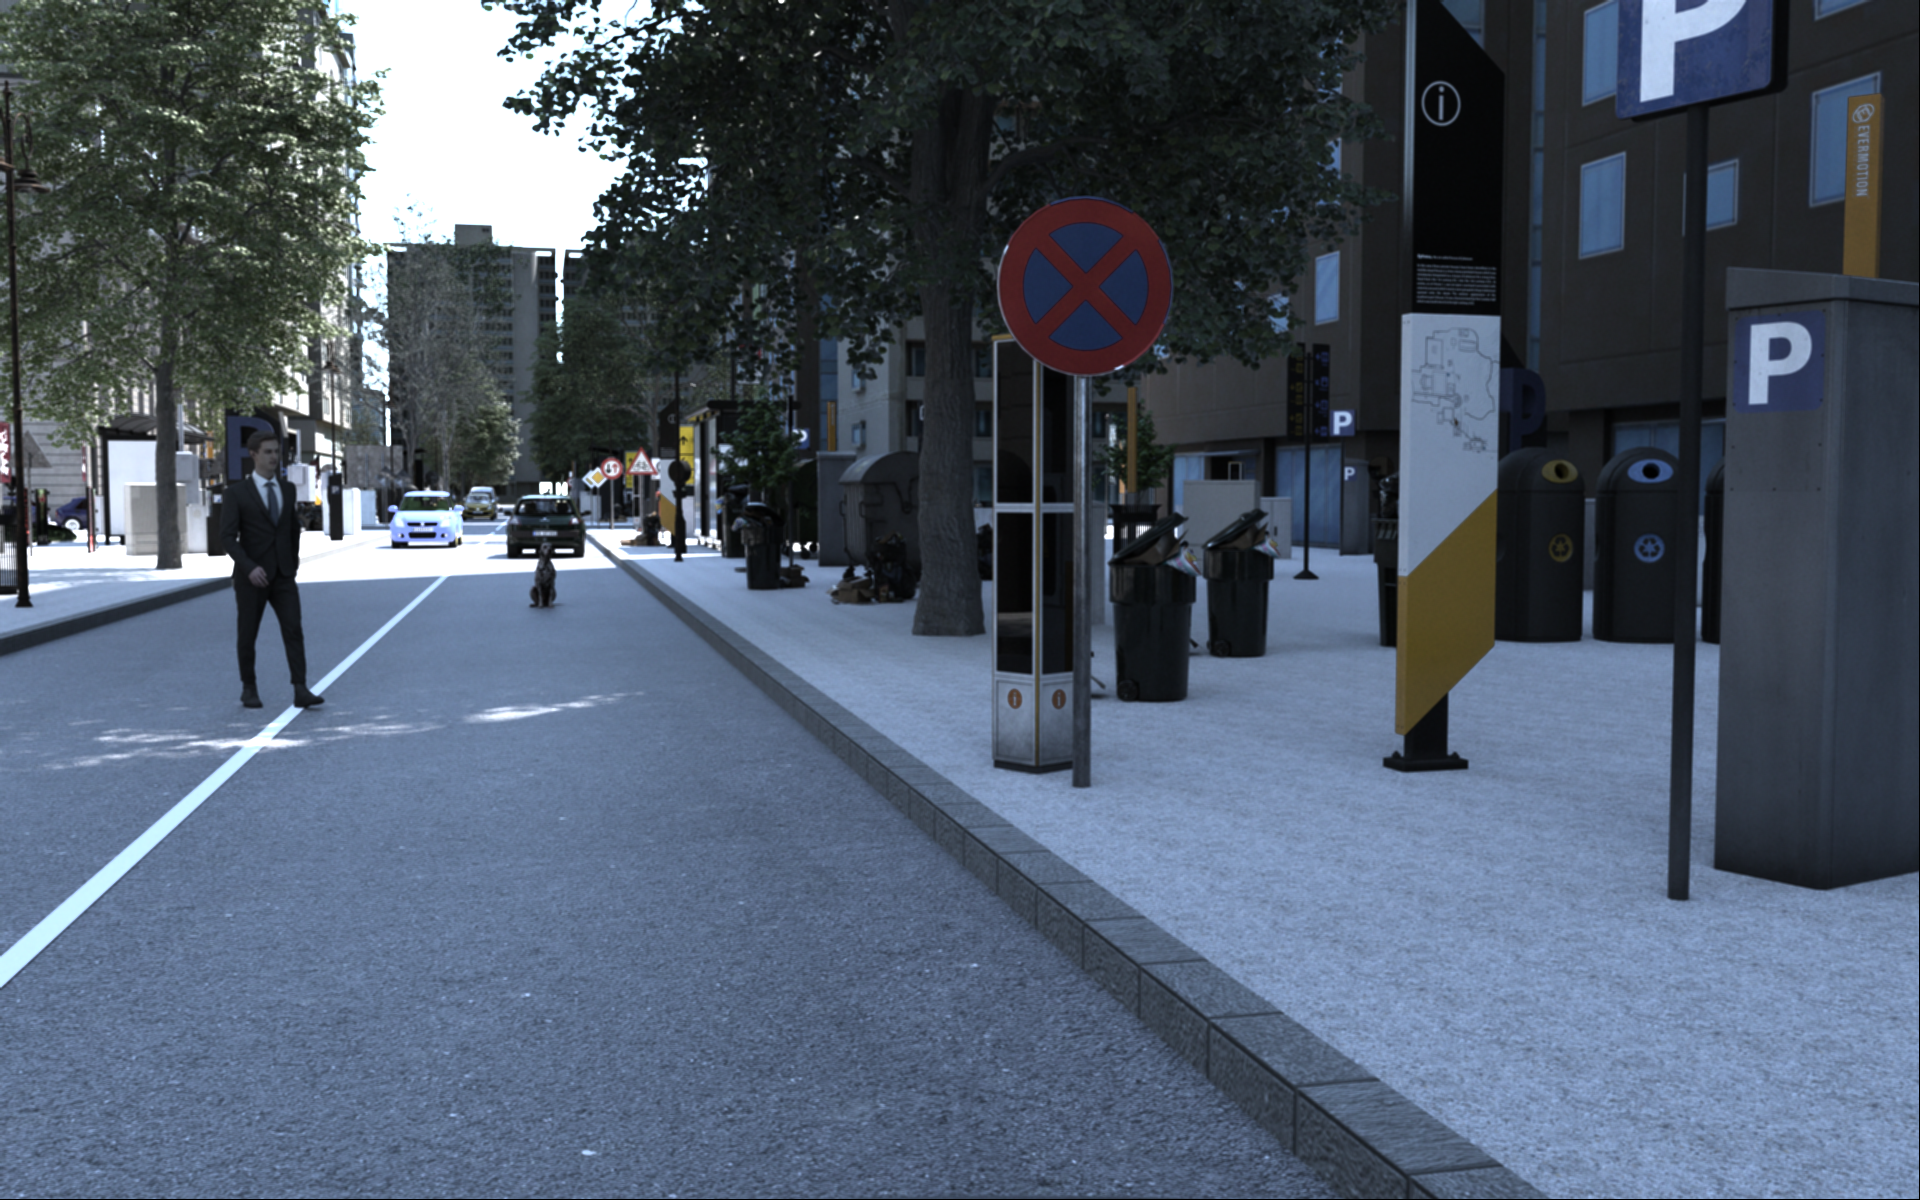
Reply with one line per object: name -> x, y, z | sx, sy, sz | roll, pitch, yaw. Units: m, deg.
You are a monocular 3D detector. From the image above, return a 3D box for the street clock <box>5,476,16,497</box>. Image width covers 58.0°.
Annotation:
street clock -> -37.874, -3.953, 69.203 | 0.358, 2.002, 0.471 | 1, 4, 22

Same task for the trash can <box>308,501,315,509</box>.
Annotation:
trash can -> -42.330, -6.217, 113.309 | 0.748, 1.137, 0.748 | 0, 3, 0

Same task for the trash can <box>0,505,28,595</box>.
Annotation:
trash can -> -12.311, -0.640, 22.123 | 0.748, 1.137, 0.748 | 0, 3, 0

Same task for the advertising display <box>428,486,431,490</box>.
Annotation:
advertising display -> -40.149, -7.704, 131.166 | 0.123, 1.923, 0.974 | -1, 4, -21

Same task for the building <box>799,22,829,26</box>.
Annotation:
building -> -13.841, -31.097, 158.544 | 14.600, 45.320, 14.200 | -1, 4, -14

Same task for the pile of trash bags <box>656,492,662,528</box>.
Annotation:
pile of trash bags -> -9.123, -3.150, 61.248 | 3.447, 1.369, 1.912 | 0, 4, -8

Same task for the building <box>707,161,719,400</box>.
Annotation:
building -> -17.489, -31.937, 172.279 | 14.600, 45.320, 14.200 | -1, 4, -14

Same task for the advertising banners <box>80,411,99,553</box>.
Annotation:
advertising banners -> -18.884, -2.529, 37.541 | 0.090, 3.025, 2.074 | -1, 4, -20

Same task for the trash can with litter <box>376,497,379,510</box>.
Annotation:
trash can with litter -> -34.797, -5.575, 102.208 | 2.233, 1.210, 1.678 | 0, 4, -6

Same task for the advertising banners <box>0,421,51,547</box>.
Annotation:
advertising banners -> -22.986, -2.834, 42.516 | 0.090, 3.025, 2.074 | 0, 4, 3

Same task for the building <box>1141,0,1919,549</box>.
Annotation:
building -> 13.778, -24.169, 45.268 | 14.600, 45.320, 14.200 | -1, 4, -14

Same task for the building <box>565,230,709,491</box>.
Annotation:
building -> -47.050, -34.632, 258.112 | 23.993, 40.220, 32.217 | -1, 4, -14

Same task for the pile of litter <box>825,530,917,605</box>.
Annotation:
pile of litter -> -1.103, -0.421, 20.842 | 1.176, 0.858, 1.719 | 2, 4, 26

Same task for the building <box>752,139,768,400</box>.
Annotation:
building -> -9.872, -27.857, 139.048 | 14.154, 41.232, 14.086 | -1, 4, -14

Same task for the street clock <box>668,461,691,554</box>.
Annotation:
street clock -> -6.038, -2.006, 37.371 | 0.471, 2.002, 0.358 | 2, 4, 33

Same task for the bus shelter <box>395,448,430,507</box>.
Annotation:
bus shelter -> -28.791, -6.074, 90.592 | 1.731, 3.624, 6.357 | -1, 4, -14

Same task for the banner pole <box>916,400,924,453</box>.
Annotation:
banner pole -> -0.595, -3.100, 40.708 | 0.863, 3.779, 0.401 | 0, 4, 0

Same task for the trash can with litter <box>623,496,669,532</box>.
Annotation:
trash can with litter -> -10.080, -2.893, 58.359 | 2.233, 1.210, 1.678 | 1, 4, 14

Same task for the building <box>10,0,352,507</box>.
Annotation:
building -> -79.272, -36.230, 181.599 | 27.495, 52.752, 28.713 | -1, 4, -14

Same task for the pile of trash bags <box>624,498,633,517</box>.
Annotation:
pile of trash bags -> -19.005, -5.368, 97.511 | 3.447, 1.369, 1.912 | 3, 4, 38

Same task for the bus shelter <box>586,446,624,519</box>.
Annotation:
bus shelter -> -17.824, -5.855, 87.006 | 1.731, 3.624, 6.357 | -1, 4, -14

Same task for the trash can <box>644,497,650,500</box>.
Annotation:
trash can -> -13.825, -3.974, 76.630 | 0.748, 1.137, 0.748 | 0, 3, 0

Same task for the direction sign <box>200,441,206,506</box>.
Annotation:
direction sign -> -32.322, -5.016, 74.003 | 0.379, 3.537, 0.876 | -1, 4, -12

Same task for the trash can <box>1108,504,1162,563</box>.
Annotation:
trash can -> 2.419, -0.752, 23.950 | 0.748, 1.137, 0.748 | 0, 3, 0

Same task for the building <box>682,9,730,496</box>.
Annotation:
building -> -19.455, -53.889, 193.762 | 22.319, 86.520, 31.000 | -1, 4, -14

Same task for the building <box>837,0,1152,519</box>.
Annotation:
building -> 4.128, -29.004, 97.923 | 21.600, 48.544, 21.300 | -1, 4, -14

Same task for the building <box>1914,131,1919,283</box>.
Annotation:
building -> 18.420, -22.843, 23.590 | 14.600, 45.320, 14.200 | -1, 4, -14

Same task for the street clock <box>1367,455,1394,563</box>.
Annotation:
street clock -> 7.829, -1.695, 32.282 | 0.471, 2.002, 0.358 | 1, 4, 11

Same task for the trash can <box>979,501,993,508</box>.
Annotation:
trash can -> 0.769, -1.527, 36.618 | 0.748, 1.137, 0.748 | 0, 3, 0

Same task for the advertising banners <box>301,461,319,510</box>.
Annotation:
advertising banners -> -34.525, -5.794, 90.914 | 0.090, 3.025, 2.074 | 3, 4, 38

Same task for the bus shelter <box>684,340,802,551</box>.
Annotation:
bus shelter -> -5.587, -3.987, 42.823 | 2.179, 5.291, 8.768 | -1, 4, -14

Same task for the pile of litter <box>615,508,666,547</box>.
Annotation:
pile of litter -> -7.896, -1.778, 43.033 | 1.176, 0.858, 1.719 | -1, 4, -10

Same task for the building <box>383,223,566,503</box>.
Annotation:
building -> -70.445, -34.245, 251.779 | 23.993, 40.220, 32.217 | -1, 4, -14

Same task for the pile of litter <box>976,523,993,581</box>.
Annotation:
pile of litter -> 0.244, -0.738, 26.030 | 1.719, 0.858, 1.176 | -1, 4, -20

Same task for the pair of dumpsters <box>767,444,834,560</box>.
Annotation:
pair of dumpsters -> -3.108, -2.037, 35.793 | 1.574, 2.255, 4.437 | -1, 4, -14

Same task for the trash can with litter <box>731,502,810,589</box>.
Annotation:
trash can with litter -> -2.561, -0.746, 23.580 | 0.624, 1.170, 1.055 | 2, 4, 33

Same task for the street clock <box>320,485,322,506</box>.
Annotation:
street clock -> -51.131, -8.187, 138.420 | 0.358, 2.002, 0.471 | 1, 4, 13

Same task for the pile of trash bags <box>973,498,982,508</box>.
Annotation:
pile of trash bags -> 1.715, -3.252, 62.918 | 3.447, 1.369, 1.912 | 2, 4, 27

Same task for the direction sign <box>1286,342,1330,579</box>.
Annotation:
direction sign -> 5.233, -2.085, 26.084 | 0.876, 3.537, 0.379 | -2, 4, -35

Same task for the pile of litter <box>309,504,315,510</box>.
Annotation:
pile of litter -> -29.845, -4.084, 80.735 | 1.176, 0.858, 1.719 | -2, 4, -32

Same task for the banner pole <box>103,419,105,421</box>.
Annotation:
banner pole -> -27.732, -4.081, 56.749 | 0.863, 3.779, 0.401 | -3, 5, -44

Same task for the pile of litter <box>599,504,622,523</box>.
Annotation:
pile of litter -> -15.531, -3.929, 78.198 | 1.719, 0.858, 1.176 | 1, 4, 9

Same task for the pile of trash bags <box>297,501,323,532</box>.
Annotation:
pile of trash bags -> -22.513, -3.071, 59.963 | 1.912, 1.369, 3.447 | 1, 4, 23

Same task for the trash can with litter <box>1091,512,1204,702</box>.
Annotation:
trash can with litter -> 0.960, 0.035, 10.810 | 1.055, 1.170, 0.624 | 0, 4, 6

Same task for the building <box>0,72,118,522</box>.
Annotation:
building -> -48.544, -15.115, 88.929 | 13.314, 21.916, 24.055 | -1, 4, -14

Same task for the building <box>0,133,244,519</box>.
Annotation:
building -> -54.582, -16.537, 112.174 | 13.314, 21.916, 24.055 | -1, 4, -14

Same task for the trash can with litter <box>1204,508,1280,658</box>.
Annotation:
trash can with litter -> 1.964, -0.141, 13.696 | 1.055, 1.170, 0.624 | 0, 4, 1

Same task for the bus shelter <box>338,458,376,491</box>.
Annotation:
bus shelter -> -31.725, -6.013, 92.233 | 2.014, 3.302, 5.546 | -1, 4, -14

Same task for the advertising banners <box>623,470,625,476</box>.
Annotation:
advertising banners -> -24.581, -7.883, 125.075 | 0.090, 3.025, 2.074 | -3, 4, -36

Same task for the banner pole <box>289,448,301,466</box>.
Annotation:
banner pole -> -35.846, -6.324, 93.422 | 0.401, 3.779, 0.863 | 1, 4, 22

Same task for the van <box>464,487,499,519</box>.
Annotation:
van -> -28.203, -5.820, 102.173 | 2.013, 2.044, 4.112 | -1, 4, -13

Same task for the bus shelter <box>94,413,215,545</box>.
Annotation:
bus shelter -> -21.276, -3.179, 45.896 | 2.014, 3.302, 5.546 | -1, 4, -14

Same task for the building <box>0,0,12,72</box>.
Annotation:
building -> -71.673, -34.183, 148.132 | 28.713, 52.752, 27.495 | -1, 4, -14

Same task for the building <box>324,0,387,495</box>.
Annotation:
building -> -96.036, -56.593, 237.972 | 31.000, 86.520, 22.319 | -1, 4, -14

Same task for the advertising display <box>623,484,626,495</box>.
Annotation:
advertising display -> -22.357, -6.612, 113.321 | 0.974, 1.923, 0.123 | -1, 4, -19

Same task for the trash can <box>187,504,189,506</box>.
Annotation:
trash can -> -40.443, -4.797, 90.081 | 0.748, 1.137, 0.748 | 0, 3, 0

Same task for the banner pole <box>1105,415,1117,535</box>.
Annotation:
banner pole -> 4.762, -3.970, 54.934 | 0.401, 3.779, 0.863 | 2, 4, 34

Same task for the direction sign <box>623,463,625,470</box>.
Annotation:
direction sign -> -24.960, -8.279, 127.359 | 0.876, 3.537, 0.379 | 2, 4, 25

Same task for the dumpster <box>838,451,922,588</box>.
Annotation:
dumpster -> -0.934, -1.129, 24.214 | 1.264, 1.857, 1.865 | -1, 4, -14
